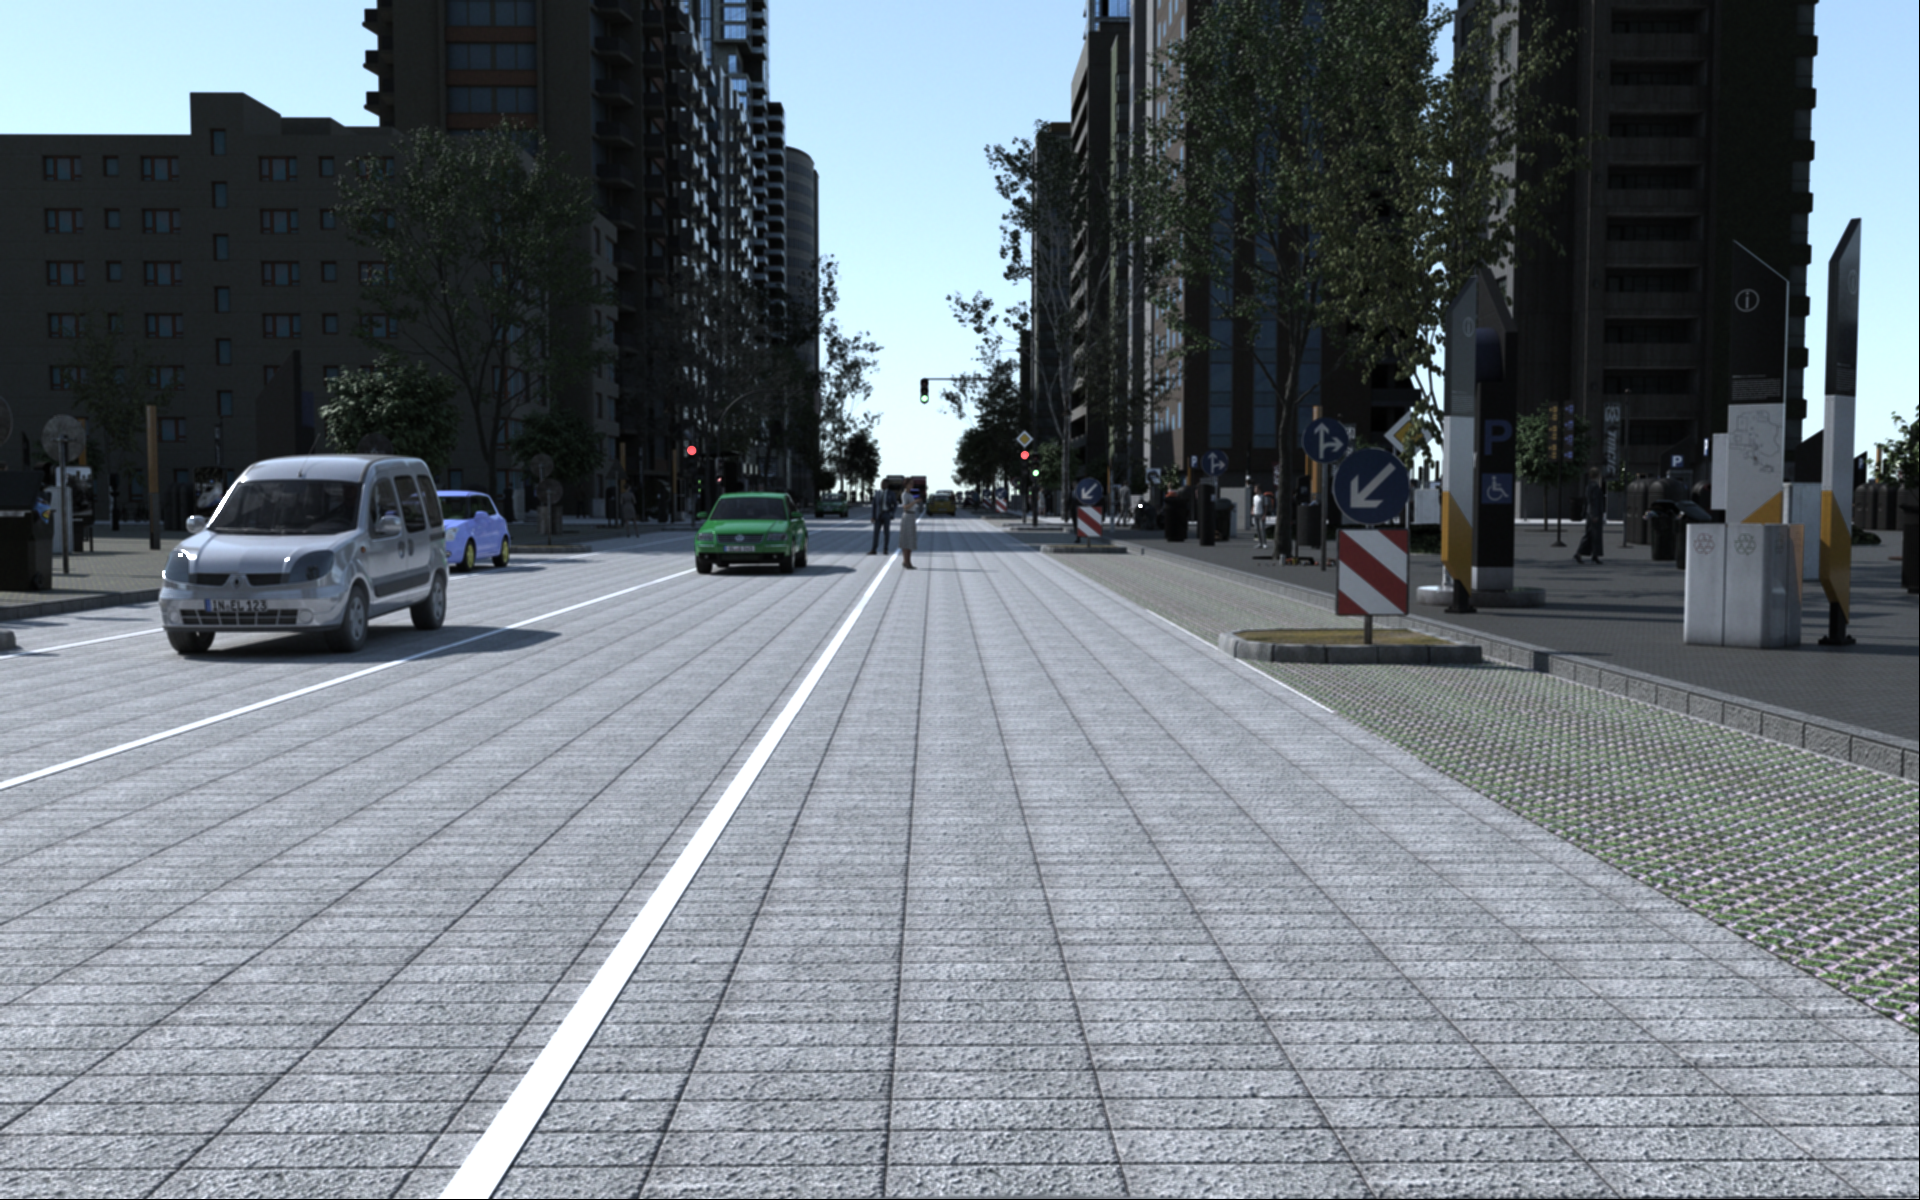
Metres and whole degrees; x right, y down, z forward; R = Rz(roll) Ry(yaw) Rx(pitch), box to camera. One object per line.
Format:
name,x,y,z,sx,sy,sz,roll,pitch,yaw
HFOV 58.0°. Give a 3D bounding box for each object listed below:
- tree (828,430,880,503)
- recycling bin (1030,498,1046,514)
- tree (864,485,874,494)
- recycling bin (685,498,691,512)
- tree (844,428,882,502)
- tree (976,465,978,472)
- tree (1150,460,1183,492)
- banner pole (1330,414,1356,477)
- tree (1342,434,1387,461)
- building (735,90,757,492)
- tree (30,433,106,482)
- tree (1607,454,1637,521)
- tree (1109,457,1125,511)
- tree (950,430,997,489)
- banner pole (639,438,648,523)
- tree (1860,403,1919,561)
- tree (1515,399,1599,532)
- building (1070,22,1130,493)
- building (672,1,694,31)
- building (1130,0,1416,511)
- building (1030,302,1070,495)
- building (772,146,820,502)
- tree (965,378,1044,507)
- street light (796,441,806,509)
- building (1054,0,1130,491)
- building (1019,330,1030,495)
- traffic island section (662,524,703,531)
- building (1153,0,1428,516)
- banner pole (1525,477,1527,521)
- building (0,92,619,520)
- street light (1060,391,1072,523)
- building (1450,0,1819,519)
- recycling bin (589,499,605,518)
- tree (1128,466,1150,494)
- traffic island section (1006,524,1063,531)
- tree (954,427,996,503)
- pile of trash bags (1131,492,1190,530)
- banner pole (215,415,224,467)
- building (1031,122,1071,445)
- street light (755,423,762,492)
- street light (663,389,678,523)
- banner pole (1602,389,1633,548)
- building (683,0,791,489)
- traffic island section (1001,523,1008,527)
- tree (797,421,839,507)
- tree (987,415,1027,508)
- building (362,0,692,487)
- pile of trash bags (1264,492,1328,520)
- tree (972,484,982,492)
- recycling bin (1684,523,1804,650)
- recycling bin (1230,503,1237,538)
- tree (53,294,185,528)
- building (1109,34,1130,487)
tree,-15.745,-20.254,265.558,7.601,10.594,8.767,1,4,9
recycling bin,5.089,-6.017,110.926,0.722,1.027,0.722,1,4,13
tree,-15.689,-18.826,302.397,1.663,3.219,1.824,0,3,0
recycling bin,-18.970,-6.720,122.424,0.722,1.027,0.722,-2,4,-28
tree,-16.708,-23.017,294.457,7.486,12.596,7.792,0,3,0
tree,3.901,-15.139,197.890,4.360,8.622,3.978,0,3,0
tree,12.053,-6.287,97.388,1.663,3.219,1.824,0,3,0
banner pole,12.037,-3.919,54.100,0.401,3.779,0.863,-3,4,-39
tree,21.724,-6.767,94.361,4.285,4.588,4.351,0,3,0
building,-34.986,-35.285,196.511,23.786,49.044,30.456,0,4,-1
tree,-41.463,-5.916,80.445,4.285,4.588,4.351,0,3,0
tree,31.434,-5.374,82.461,1.663,3.219,1.824,0,3,0
tree,11.101,-9.195,134.050,4.285,4.588,4.351,0,3,0
tree,2.961,-23.404,299.663,9.611,12.733,9.660,0,3,0
banner pole,-14.372,-5.396,78.238,0.401,3.779,0.863,-2,4,-25
tree,18.710,-2.388,33.646,1.663,3.219,1.824,0,3,0
tree,20.356,-4.656,59.839,4.285,4.588,4.351,0,3,0
building,22.653,-33.764,175.742,21.300,48.544,21.600,0,4,-1
building,-35.405,-33.395,165.612,23.786,49.044,30.456,0,4,-1
building,23.907,-36.354,136.394,21.231,58.520,28.212,0,4,-1
building,18.339,-29.878,260.211,14.160,30.474,14.107,0,4,-1
building,-34.797,-45.616,287.814,21.231,58.520,28.212,0,4,-1
tree,4.401,-15.370,169.432,7.486,12.596,7.792,0,3,0
street light,-13.687,-10.721,148.072,0.468,5.910,1.993,0,4,-1
building,22.989,-54.351,201.316,22.319,86.520,31.000,0,4,-1
building,17.333,-32.477,302.707,14.160,30.474,14.107,0,4,-1
traffic island section,-10.475,-2.793,67.938,2.009,0.180,2.903,0,4,-1
building,19.894,-27.980,107.587,14.600,45.320,14.200,0,4,-1
banner pole,26.530,-5.572,81.123,0.401,3.779,0.863,1,4,16
building,-35.839,-15.473,98.017,27.650,21.520,28.899,0,4,-1
street light,4.769,-6.405,77.512,0.468,5.910,1.993,0,4,-1
building,34.867,-19.581,91.855,14.107,30.474,14.160,0,4,-1
recycling bin,-19.688,-4.980,93.981,0.722,1.027,0.722,-2,4,-27
tree,11.164,-6.814,106.018,1.663,3.219,1.824,0,3,0
traffic island section,2.965,-2.804,68.120,2.009,0.180,2.903,0,4,-1
tree,2.928,-20.848,266.611,9.928,11.665,9.643,0,3,0
pile of trash bags,7.268,-3.179,61.735,1.912,1.369,3.447,0,4,-5
banner pole,-23.290,-3.945,54.520,0.401,3.779,0.863,0,4,-5
building,22.016,-45.186,280.793,21.231,58.520,28.212,0,4,-1
street light,-13.090,-8.526,112.190,0.468,5.910,1.993,0,4,-1
street light,-12.663,-6.313,76.003,0.468,5.910,1.993,0,4,-1
banner pole,15.688,-3.139,41.332,0.863,3.779,0.401,-1,4,-10
building,-36.087,-57.772,257.245,22.319,86.520,31.000,0,4,-1
traffic island section,2.853,-3.292,76.105,2.009,0.180,2.903,0,4,-1
tree,-13.964,-13.226,166.607,4.737,8.622,4.395,0,3,0
tree,4.473,-12.783,159.367,4.737,8.622,4.395,0,3,0
building,-33.050,-29.330,134.164,22.147,44.769,28.867,0,4,-1
pile of trash bags,16.816,-4.684,86.339,3.447,1.369,1.912,0,4,5
tree,3.016,-17.280,277.123,1.663,3.219,1.824,0,3,0
recycling bin,6.664,-0.133,14.726,0.722,1.027,0.722,-3,5,-42
recycling bin,7.845,-2.377,51.419,0.722,1.027,0.722,0,4,7
tree,-31.541,-6.991,64.670,4.737,8.622,4.395,0,3,0
building,20.529,-29.020,158.068,14.154,41.232,14.086,0,4,-1
